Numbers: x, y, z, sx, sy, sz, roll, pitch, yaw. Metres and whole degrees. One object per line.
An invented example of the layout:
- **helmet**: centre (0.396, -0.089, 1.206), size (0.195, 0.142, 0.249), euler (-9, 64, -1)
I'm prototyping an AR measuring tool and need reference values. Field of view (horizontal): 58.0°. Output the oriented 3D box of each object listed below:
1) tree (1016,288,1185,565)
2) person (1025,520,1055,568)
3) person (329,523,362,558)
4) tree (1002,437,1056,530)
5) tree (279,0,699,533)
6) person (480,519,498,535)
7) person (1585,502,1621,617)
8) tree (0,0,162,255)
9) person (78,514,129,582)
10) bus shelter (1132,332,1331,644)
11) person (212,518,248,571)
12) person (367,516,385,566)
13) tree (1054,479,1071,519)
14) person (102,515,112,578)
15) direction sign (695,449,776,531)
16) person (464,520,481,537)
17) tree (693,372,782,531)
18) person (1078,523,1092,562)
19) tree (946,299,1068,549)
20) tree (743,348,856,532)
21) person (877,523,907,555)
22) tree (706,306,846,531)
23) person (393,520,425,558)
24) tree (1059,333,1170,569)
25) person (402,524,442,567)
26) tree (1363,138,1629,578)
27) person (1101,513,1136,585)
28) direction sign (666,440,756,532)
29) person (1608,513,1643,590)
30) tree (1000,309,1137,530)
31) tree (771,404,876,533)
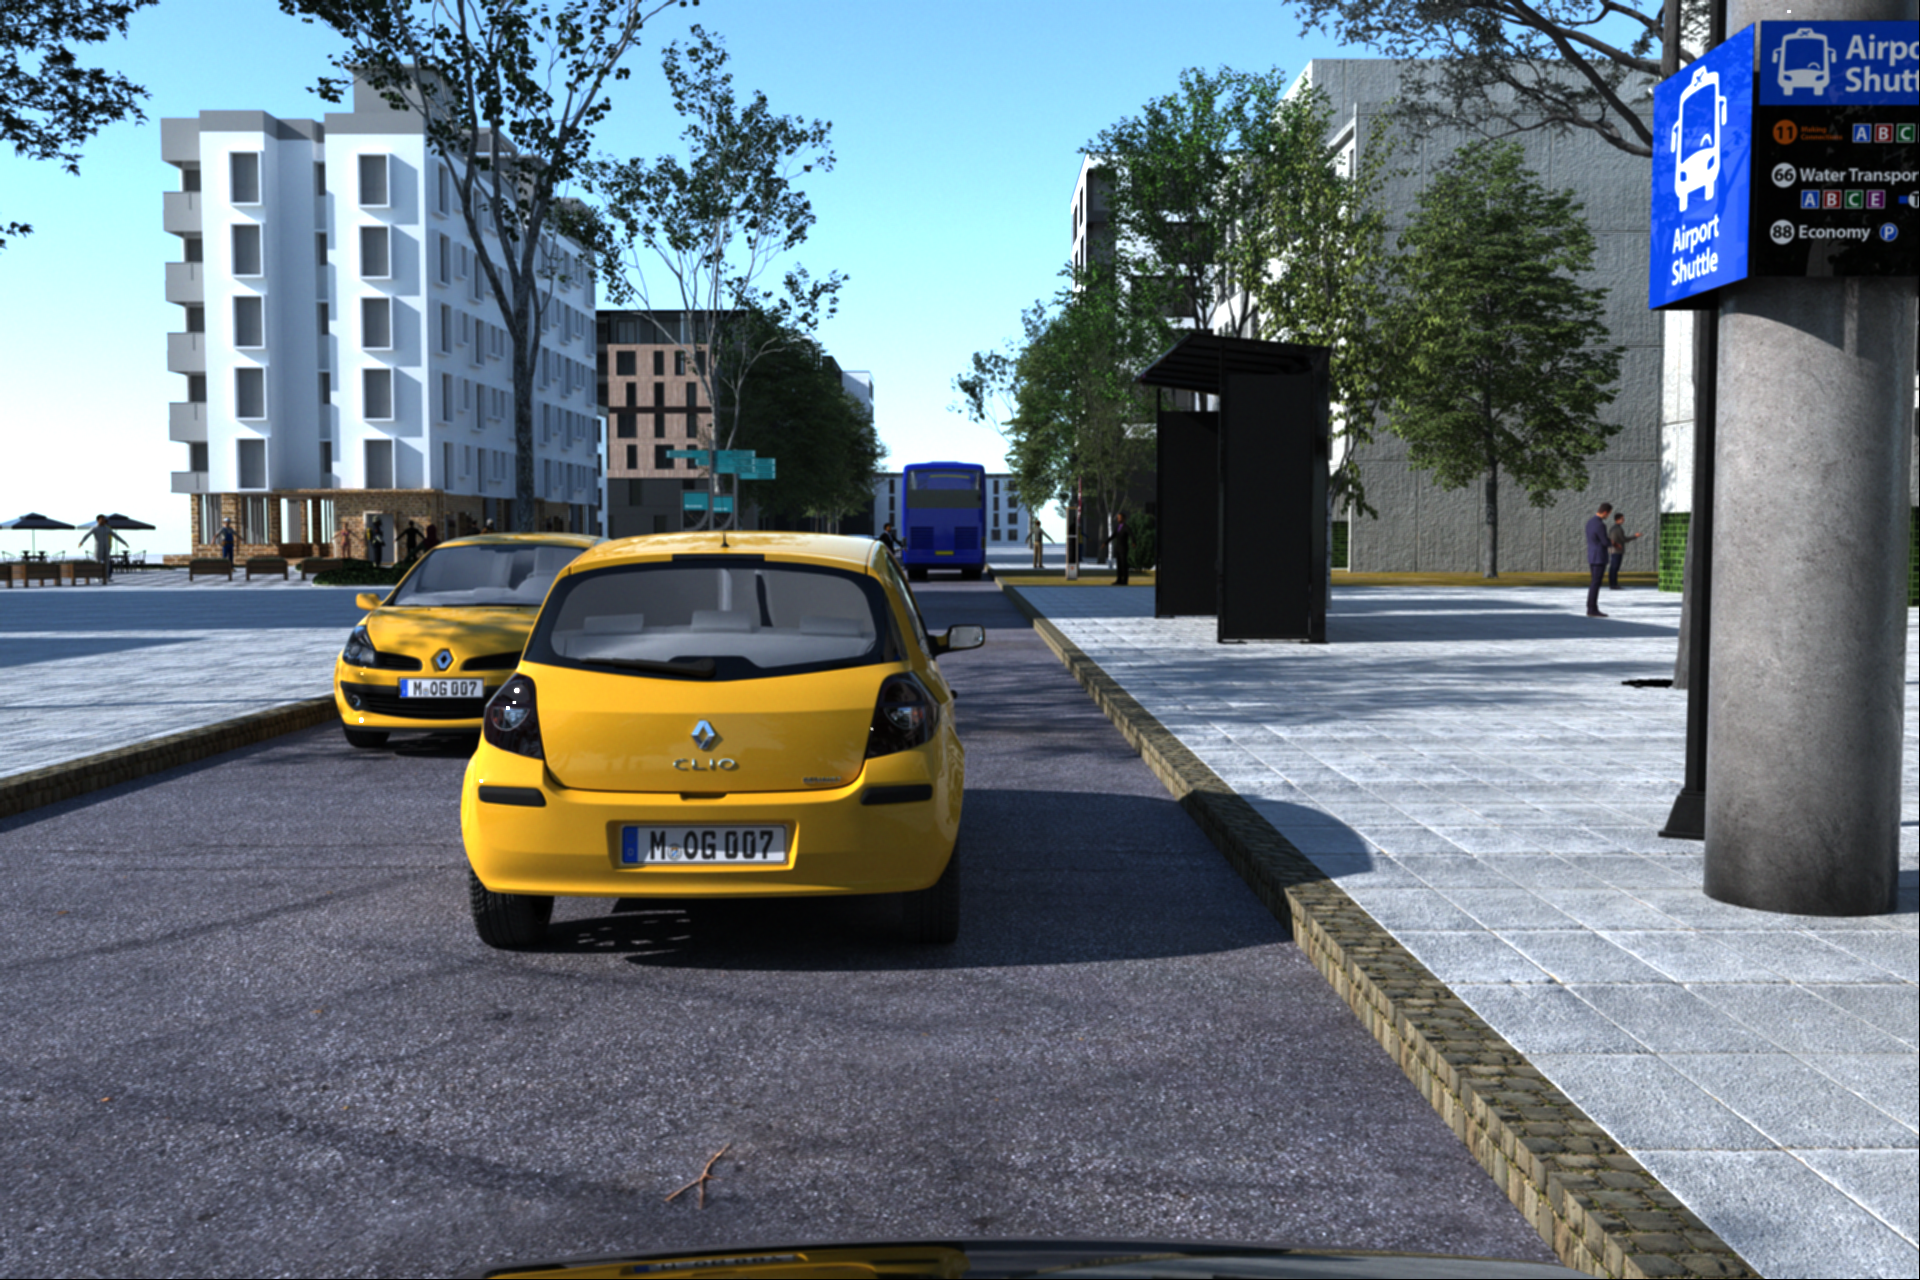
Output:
- **tree**: centre (6.045, -9.007, 73.024), size (9.928, 11.665, 9.643), euler (0, 3, 0)
- **person**: centre (2.964, -3.607, 65.245), size (1.348, 1.796, 0.705), euler (3, 5, 40)
- **person**: centre (-23.982, -3.720, 67.622), size (1.217, 1.733, 0.721), euler (-1, 4, -11)
- **tree**: centre (5.366, -10.923, 128.946), size (4.737, 8.622, 4.395), euler (0, 3, 0)
- **tree**: centre (-10.693, -11.017, 36.022), size (12.611, 20.169, 13.585), euler (0, 3, 0)
- **person**: centre (-17.900, -3.689, 66.082), size (0.705, 1.858, 1.354), euler (3, 4, 36)
- **person**: centre (10.010, -1.250, 26.935), size (0.568, 1.767, 0.683), euler (0, 4, -4)
- **tree**: centre (-9.356, -4.738, 11.881), size (7.601, 10.594, 8.767), euler (-3, 5, -40)
- **person**: centre (-22.964, -2.458, 46.381), size (0.705, 1.806, 1.347), euler (3, 4, 37)
- **bus shelter**: centre (3.505, -1.958, 23.295), size (1.731, 3.624, 6.357), euler (0, 4, -1)
- **person**: centre (-25.163, -3.285, 59.569), size (0.705, 1.847, 1.347), euler (2, 4, 33)
- **person**: centre (-18.269, -2.974, 54.401), size (0.705, 1.856, 1.354), euler (-2, 4, -26)
- **tree**: centre (16.394, -18.486, 236.650), size (7.601, 10.594, 8.767), euler (0, 4, -4)
- **person**: centre (-25.025, -2.733, 50.651), size (0.705, 1.833, 1.349), euler (-1, 4, -13)
- **direction sign**: centre (-7.032, -4.050, 54.980), size (2.525, 3.948, 1.411), euler (0, 4, 2)
- **person**: centre (-19.045, -3.799, 68.052), size (1.347, 1.837, 0.705), euler (1, 4, 23)
- **tree**: centre (-9.634, -7.799, 77.876), size (4.360, 8.622, 3.978), euler (0, 3, 0)
- **person**: centre (5.534, -4.526, 80.457), size (1.216, 1.772, 0.721), euler (2, 4, 27)
- **tree**: centre (5.215, -17.516, 142.282), size (12.611, 20.169, 13.585), euler (0, 3, 0)
- **tree**: centre (-9.772, -11.329, 103.361), size (7.486, 12.596, 7.792), euler (0, 3, 0)
- **person**: centre (-1.948, -2.392, 48.285), size (1.216, 1.740, 0.721), euler (-3, 5, -44)
- **tree**: centre (-9.227, -10.321, 86.869), size (7.486, 12.596, 7.792), euler (0, 3, 0)
- **person**: centre (-21.306, -3.734, 67.237), size (1.347, 1.806, 0.705), euler (-3, 4, -36)
- **tree**: centre (5.534, -6.918, 63.464), size (4.360, 8.622, 3.978), euler (0, 3, 0)
- **person**: centre (-8.214, -1.089, 27.014), size (0.989, 1.438, 0.599), euler (0, 4, -3)
- **tree**: centre (15.219, -8.104, 50.632), size (7.486, 12.596, 7.792), euler (0, 3, 0)
- **person**: centre (4.056, -2.290, 43.661), size (0.704, 1.802, 1.346), euler (-2, 4, -33)
- **direction sign**: centre (-7.058, -3.729, 49.724), size (2.525, 3.948, 1.411), euler (0, 4, 0)
- **person**: centre (15.313, -2.038, 39.899), size (0.750, 1.759, 0.617), euler (1, 4, 16)
- **tree**: centre (5.559, -10.296, 86.458), size (7.486, 12.596, 7.792), euler (0, 3, 0)
- **tree**: centre (-9.555, -11.012, 114.458), size (8.767, 10.594, 7.601), euler (0, 4, 4)
